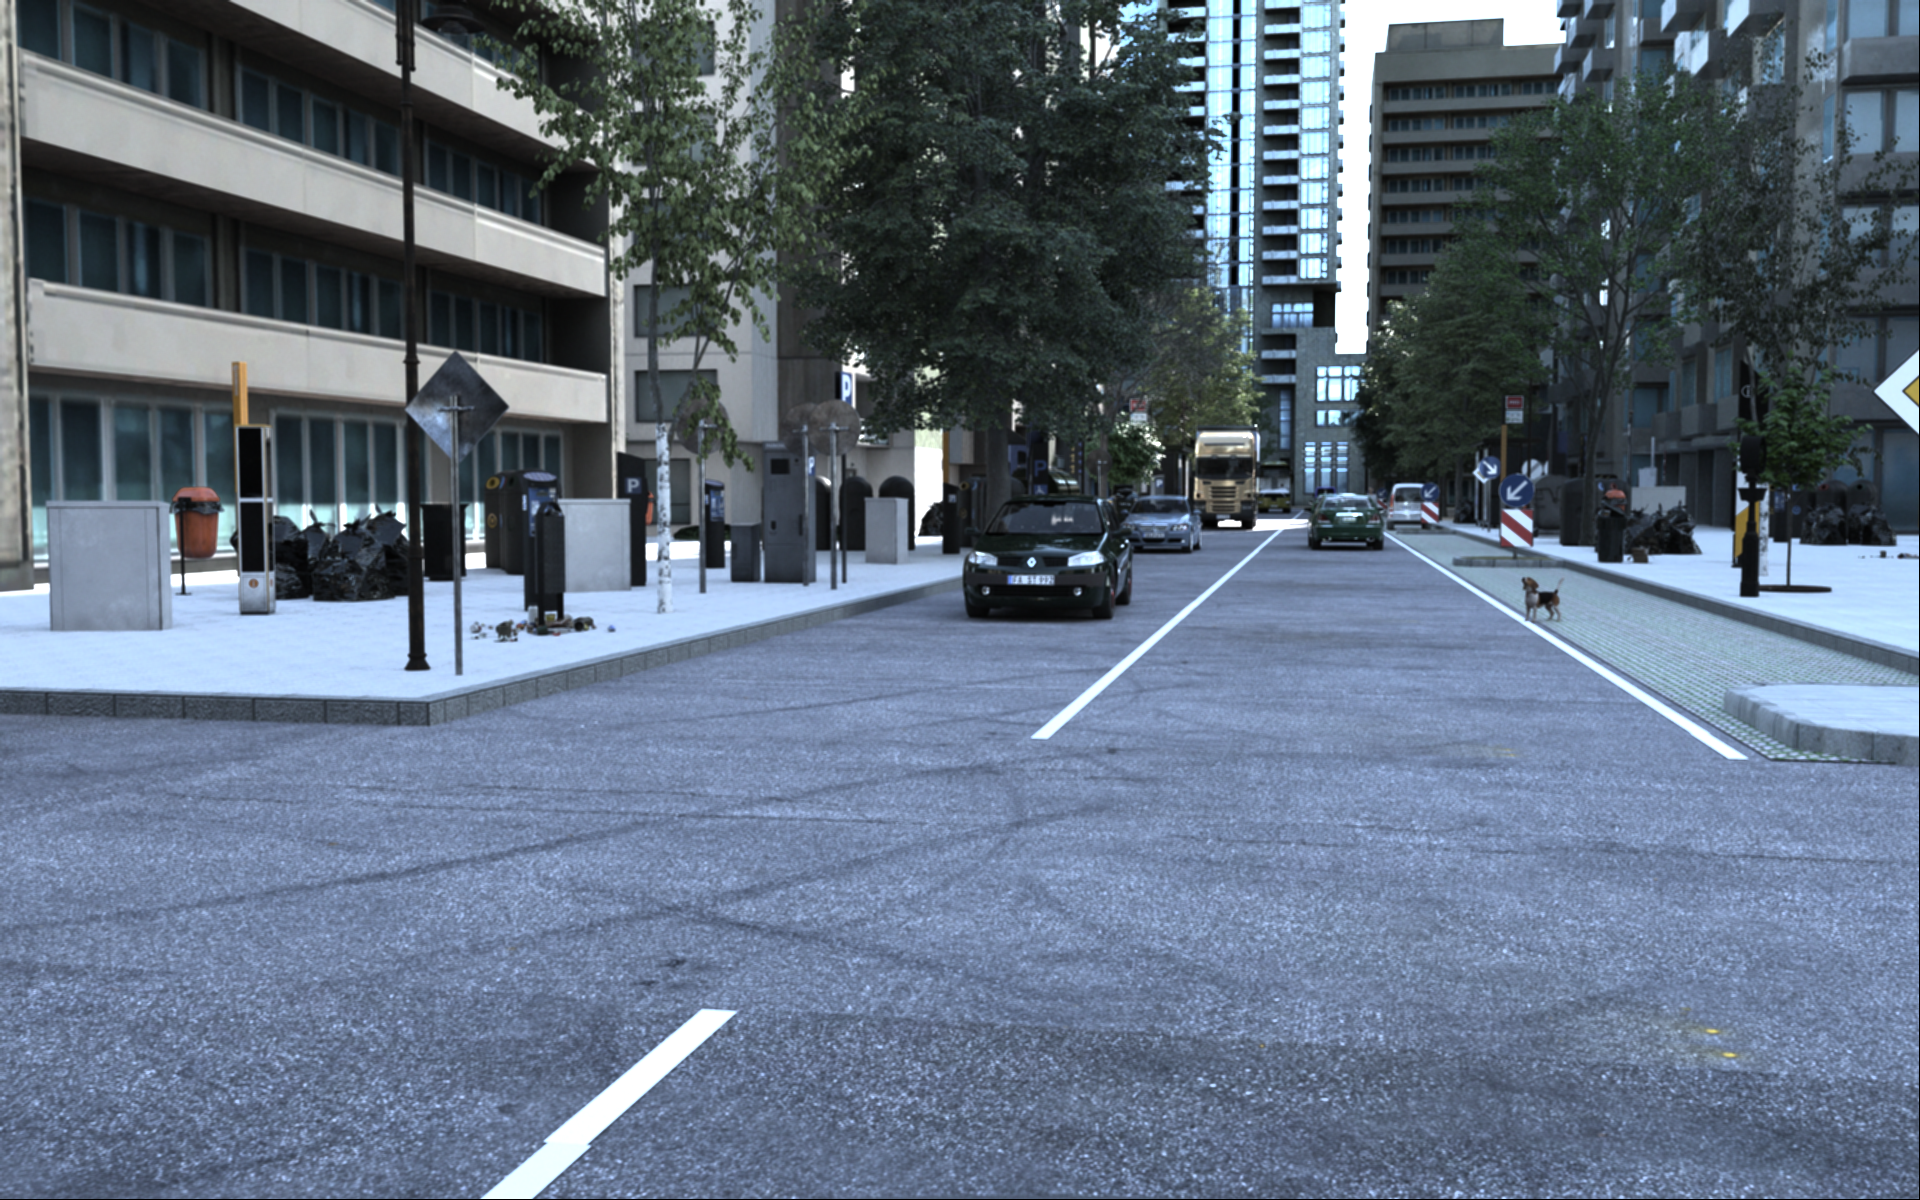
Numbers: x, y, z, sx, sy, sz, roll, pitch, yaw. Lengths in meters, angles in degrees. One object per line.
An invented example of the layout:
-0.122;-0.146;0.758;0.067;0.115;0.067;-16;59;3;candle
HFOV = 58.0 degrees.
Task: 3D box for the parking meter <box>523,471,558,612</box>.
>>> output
-4.603;-0.649;19.024;0.372;1.533;0.369;0;3;0;parking meter

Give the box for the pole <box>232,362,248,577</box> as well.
-11.137;-2.019;26.859;0.158;3.312;0.155;0;3;0;pole

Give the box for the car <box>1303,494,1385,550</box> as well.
10.189;-2.083;45.858;2.131;1.459;4.920;1;4;10;car

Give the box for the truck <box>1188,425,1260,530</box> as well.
11.306;-5.147;73.068;2.839;4.237;11.283;1;4;11;truck

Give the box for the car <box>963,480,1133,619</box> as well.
1.142;-0.699;21.213;2.009;1.686;4.222;1;4;10;car

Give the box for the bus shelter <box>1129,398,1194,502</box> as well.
8.720;-5.963;75.131;2.179;5.291;8.768;1;4;12;bus shelter

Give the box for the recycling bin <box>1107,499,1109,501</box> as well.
7.528;-4.451;85.321;0.722;1.027;0.722;-3;5;-43;recycling bin

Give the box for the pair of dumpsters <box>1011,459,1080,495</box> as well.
2.229;-2.732;47.154;1.574;2.255;4.437;1;4;12;pair of dumpsters

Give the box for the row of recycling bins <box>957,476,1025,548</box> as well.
0.734;-2.047;40.574;1.069;1.692;3.534;-1;4;-14;row of recycling bins

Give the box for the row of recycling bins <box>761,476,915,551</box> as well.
-2.788;-1.988;39.620;3.534;1.692;1.069;0;4;-1;row of recycling bins

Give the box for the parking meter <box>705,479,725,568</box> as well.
-4.263;-1.320;29.994;0.372;1.533;0.369;0;3;0;parking meter

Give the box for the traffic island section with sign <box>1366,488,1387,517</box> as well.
26.842;-6.243;110.706;1.989;1.847;2.006;1;4;12;traffic island section with sign

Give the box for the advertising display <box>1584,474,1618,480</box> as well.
20.880;-3.129;56.369;0.974;1.923;0.123;3;5;42;advertising display

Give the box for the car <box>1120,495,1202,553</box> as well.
5.091;-1.929;43.535;2.014;1.417;4.499;1;4;12;car

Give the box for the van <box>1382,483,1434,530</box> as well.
17.931;-3.806;69.242;2.013;2.044;4.112;1;4;13;van

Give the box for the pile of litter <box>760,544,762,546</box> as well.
-4.203;-1.782;43.099;1.719;0.858;1.176;-1;4;-22;pile of litter

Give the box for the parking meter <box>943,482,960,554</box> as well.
-0.188;-1.756;37.126;0.372;1.533;0.369;0;3;0;parking meter

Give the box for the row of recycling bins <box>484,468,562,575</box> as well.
-7.284;-1.337;28.974;1.069;1.692;3.534;-1;4;-22;row of recycling bins

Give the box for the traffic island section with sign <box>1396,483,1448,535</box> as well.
16.613;-3.254;61.823;1.989;1.847;2.006;1;4;12;traffic island section with sign

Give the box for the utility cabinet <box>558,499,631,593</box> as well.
-4.867;-0.713;22.813;1.020;1.237;0.306;-2;4;-35;utility cabinet

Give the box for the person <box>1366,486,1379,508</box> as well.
14.512;-3.187;61.354;0.466;1.731;0.760;-3;5;-43;person

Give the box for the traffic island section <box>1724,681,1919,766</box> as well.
5.814;0.732;10.319;2.009;0.180;2.903;1;4;12;traffic island section

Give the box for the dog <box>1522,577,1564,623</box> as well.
6.522;-0.006;19.384;0.406;0.507;0.540;2;4;24;dog

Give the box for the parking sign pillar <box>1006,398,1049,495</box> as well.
1.960;-3.360;43.412;1.447;3.967;1.447;0;4;-3;parking sign pillar

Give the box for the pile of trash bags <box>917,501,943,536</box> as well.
0.134;-2.700;53.900;1.912;1.369;3.447;2;4;25;pile of trash bags

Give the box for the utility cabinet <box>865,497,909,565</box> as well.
-1.351;-1.272;31.958;0.306;1.237;1.020;-3;4;-37;utility cabinet

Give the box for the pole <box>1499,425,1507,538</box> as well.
16.019;-3.501;51.078;0.158;3.312;0.155;0;3;0;pole

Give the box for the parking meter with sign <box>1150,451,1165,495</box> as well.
7.892;-4.476;69.450;0.543;3.016;1.738;0;4;-8;parking meter with sign

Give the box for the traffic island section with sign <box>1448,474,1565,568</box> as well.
10.870;-1.579;34.444;1.989;1.847;2.006;1;4;12;traffic island section with sign

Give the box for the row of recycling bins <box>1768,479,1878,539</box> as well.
24.792;-2.631;50.134;1.069;1.692;3.534;-2;4;-32;row of recycling bins

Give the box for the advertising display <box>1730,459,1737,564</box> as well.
14.640;-1.648;32.159;0.974;1.923;0.123;-2;4;-35;advertising display

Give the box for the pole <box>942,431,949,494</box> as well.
-0.351;-3.002;42.933;0.158;3.312;0.155;0;3;0;pole

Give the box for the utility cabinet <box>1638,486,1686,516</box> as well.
20.405;-2.544;50.278;1.173;1.500;0.318;2;4;27;utility cabinet

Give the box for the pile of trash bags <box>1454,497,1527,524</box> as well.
23.155;-3.996;75.082;3.447;1.369;1.912;1;4;21;pile of trash bags

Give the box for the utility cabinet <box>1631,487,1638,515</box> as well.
22.043;-2.846;55.213;1.173;1.500;0.318;3;4;36;utility cabinet

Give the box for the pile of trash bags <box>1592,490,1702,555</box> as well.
14.860;-1.734;38.110;1.912;1.369;3.447;0;4;1;pile of trash bags

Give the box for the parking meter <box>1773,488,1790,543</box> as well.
21.803;-2.296;45.946;0.372;1.533;0.369;0;3;0;parking meter

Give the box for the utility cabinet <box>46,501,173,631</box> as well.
-8.012;-0.317;16.341;1.020;1.237;0.306;0;4;-4;utility cabinet

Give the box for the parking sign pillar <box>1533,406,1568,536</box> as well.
18.576;-4.003;53.927;1.447;3.967;1.447;1;4;13;parking sign pillar

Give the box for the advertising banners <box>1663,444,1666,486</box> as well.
24.912;-3.978;61.236;0.090;3.025;2.074;2;4;23;advertising banners

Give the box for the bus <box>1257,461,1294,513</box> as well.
24.160;-8.635;132.730;2.896;3.916;12.252;1;4;11;bus

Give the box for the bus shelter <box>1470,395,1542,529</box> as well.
21.327;-5.542;68.246;2.179;5.291;8.768;1;4;12;bus shelter

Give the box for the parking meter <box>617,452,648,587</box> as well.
-4.552;-1.125;24.098;0.399;1.863;0.255;-1;4;-21;parking meter

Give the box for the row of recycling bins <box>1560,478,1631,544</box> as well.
16.496;-2.320;45.043;1.069;1.692;3.534;3;5;39;row of recycling bins

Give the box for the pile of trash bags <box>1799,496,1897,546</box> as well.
23.026;-2.063;43.490;3.447;1.369;1.912;2;4;24;pile of trash bags

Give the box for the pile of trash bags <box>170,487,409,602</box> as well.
-8.491;-0.738;21.814;3.447;1.369;1.912;1;4;18;pile of trash bags

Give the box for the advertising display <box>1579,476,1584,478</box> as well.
22.218;-3.400;60.804;0.974;1.923;0.123;1;4;22;advertising display

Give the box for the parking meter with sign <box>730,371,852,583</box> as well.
-2.470;-1.762;25.075;1.738;3.016;0.543;1;4;14;parking meter with sign

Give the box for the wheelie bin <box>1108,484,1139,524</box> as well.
5.343;-2.966;56.406;0.980;1.594;0.693;0;4;-6;wheelie bin

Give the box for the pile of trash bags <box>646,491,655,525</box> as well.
-9.678;-2.179;45.372;3.447;1.369;1.912;-2;4;-27;pile of trash bags

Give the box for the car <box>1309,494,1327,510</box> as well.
19.114;-4.755;89.540;2.131;1.459;4.920;1;4;11;car

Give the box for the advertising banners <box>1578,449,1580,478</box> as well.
23.944;-4.337;67.099;0.090;3.025;2.074;1;4;21;advertising banners

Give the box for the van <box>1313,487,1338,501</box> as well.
32.681;-9.204;154.866;2.240;2.365;5.245;1;4;12;van
